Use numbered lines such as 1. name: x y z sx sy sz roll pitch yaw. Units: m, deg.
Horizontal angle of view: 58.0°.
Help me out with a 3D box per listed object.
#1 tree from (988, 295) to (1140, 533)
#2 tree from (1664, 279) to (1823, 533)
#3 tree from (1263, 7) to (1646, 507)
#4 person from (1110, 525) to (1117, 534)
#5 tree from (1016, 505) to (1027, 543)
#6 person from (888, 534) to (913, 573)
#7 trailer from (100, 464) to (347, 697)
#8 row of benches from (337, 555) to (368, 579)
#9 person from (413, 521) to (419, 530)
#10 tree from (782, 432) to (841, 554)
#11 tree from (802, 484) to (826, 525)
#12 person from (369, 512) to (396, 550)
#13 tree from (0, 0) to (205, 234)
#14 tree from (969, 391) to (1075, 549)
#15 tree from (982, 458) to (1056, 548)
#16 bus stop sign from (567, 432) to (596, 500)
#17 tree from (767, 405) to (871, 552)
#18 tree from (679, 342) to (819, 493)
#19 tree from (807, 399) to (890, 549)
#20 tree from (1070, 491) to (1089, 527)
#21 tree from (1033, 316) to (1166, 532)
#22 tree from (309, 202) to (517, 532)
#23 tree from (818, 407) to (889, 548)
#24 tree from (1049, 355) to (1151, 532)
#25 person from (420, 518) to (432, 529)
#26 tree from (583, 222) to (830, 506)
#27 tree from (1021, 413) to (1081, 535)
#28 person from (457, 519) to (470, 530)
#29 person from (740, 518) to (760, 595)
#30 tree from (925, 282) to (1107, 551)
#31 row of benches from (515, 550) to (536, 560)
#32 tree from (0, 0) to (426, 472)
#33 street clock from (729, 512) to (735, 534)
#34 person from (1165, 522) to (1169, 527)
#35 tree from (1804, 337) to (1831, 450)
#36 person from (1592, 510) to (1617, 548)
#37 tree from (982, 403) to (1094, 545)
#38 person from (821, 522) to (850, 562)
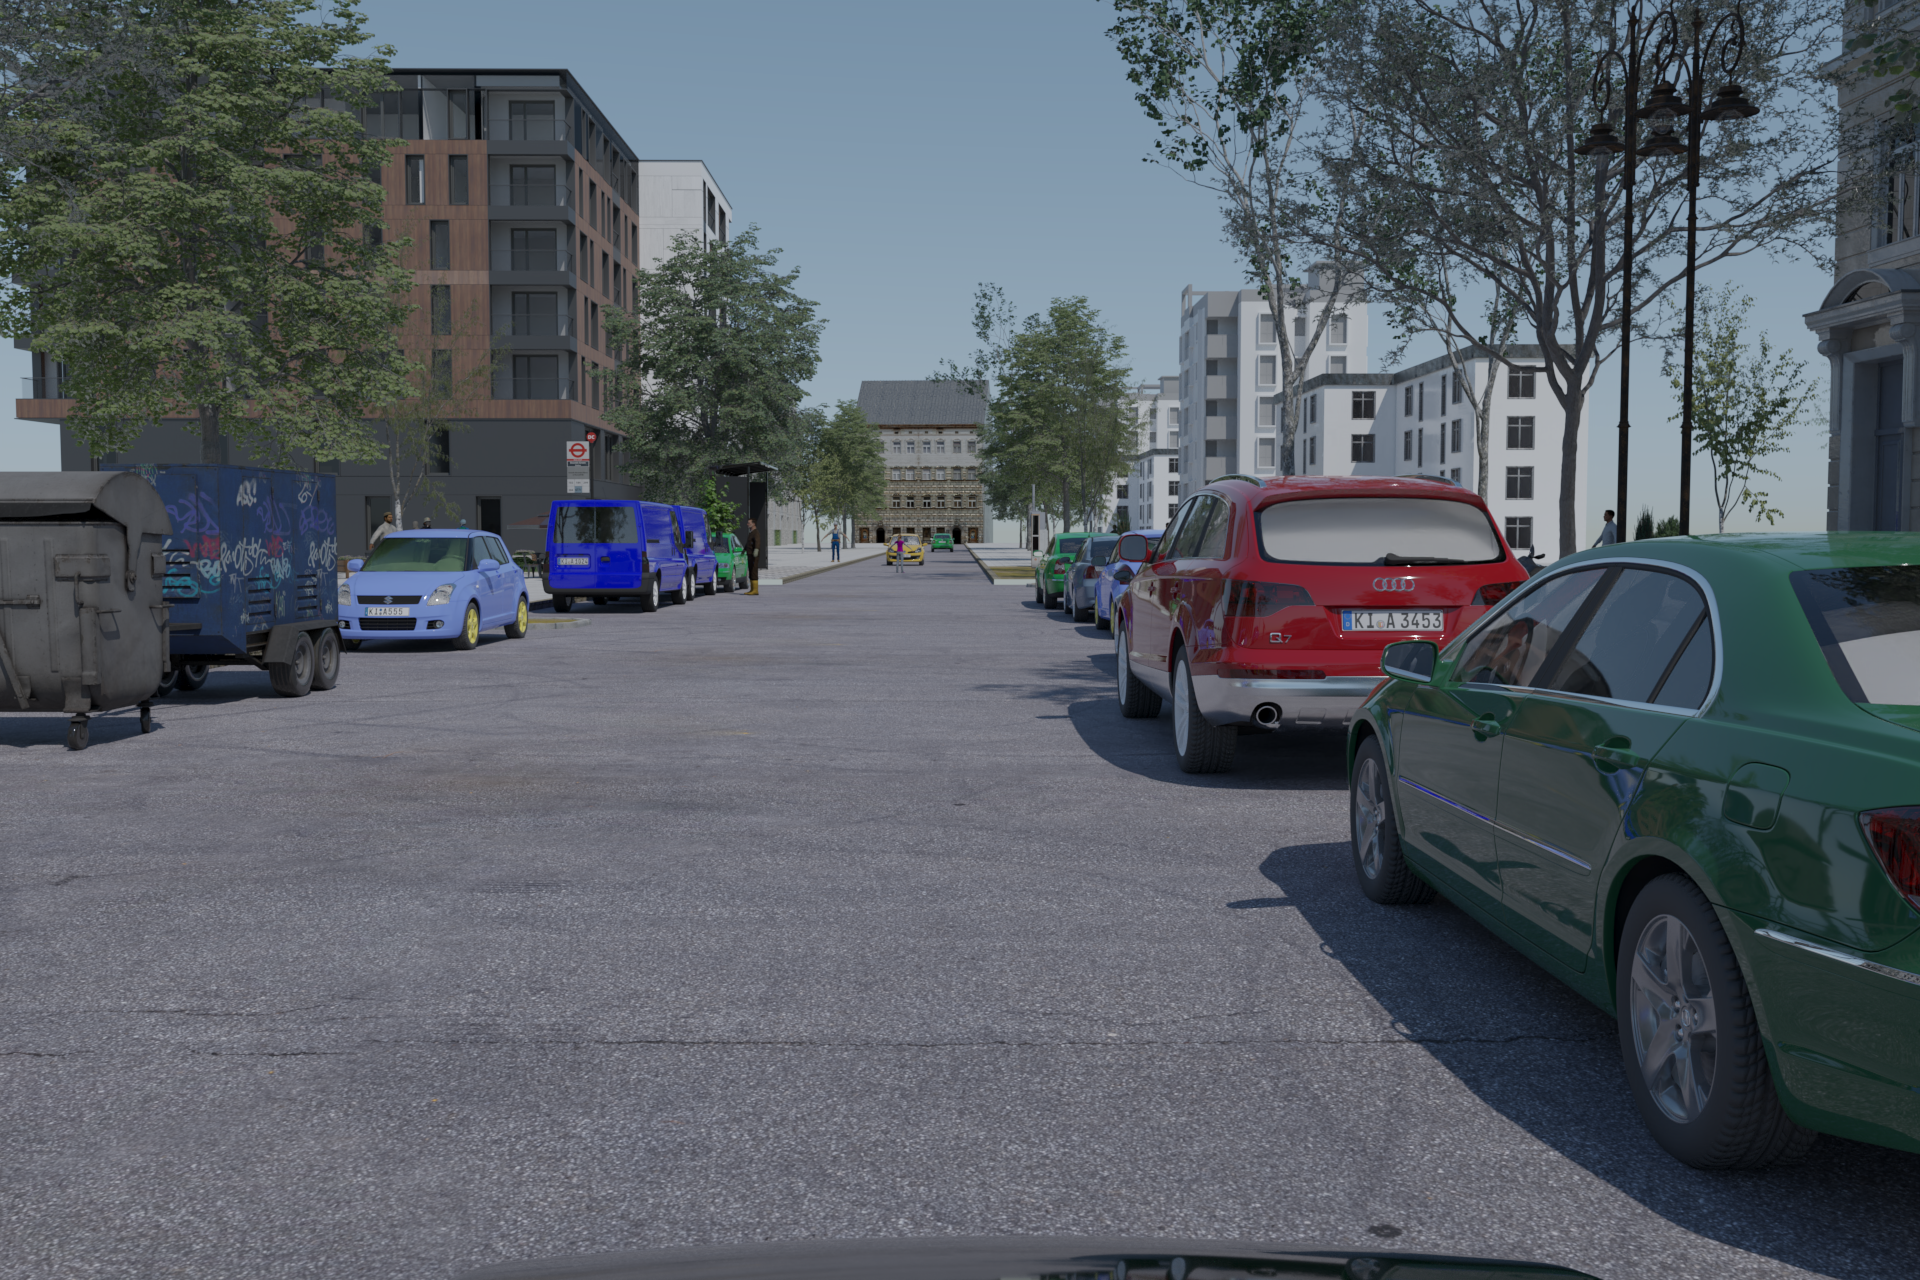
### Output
1. tree: 4.935 -10.059 82.595 7.486 12.596 7.792 0 3 0
2. tree: 22.150 -6.088 49.897 4.737 8.622 4.395 0 3 0
3. tree: 17.907 -12.659 62.866 12.611 20.169 13.585 0 3 0
4. person: 7.326 -4.649 82.736 1.216 1.740 0.721 -2 4 -27
5. tree: 8.889 -17.808 241.528 4.737 8.622 4.395 0 3 0
6. person: -2.190 -3.182 63.752 0.991 1.433 0.599 1 4 18
7. trailer: -6.481 -0.474 14.794 1.471 1.999 3.904 0 4 0
8. row of benches: -17.619 -2.144 50.514 1.422 0.672 4.104 2 4 29
9. person: -22.398 -3.981 71.218 0.705 1.813 1.348 0 4 7
10. tree: -10.107 -9.936 112.818 4.737 8.622 4.395 0 3 0
11. tree: -21.562 -18.730 240.644 7.601 10.594 8.767 0 4 7
12. person: -14.030 -2.233 42.593 0.704 1.819 1.344 2 4 30
13. tree: -12.462 -6.453 15.872 12.009 13.543 11.850 0 3 0
14. tree: 5.725 -14.584 145.096 9.857 13.997 8.962 0 3 0
15. tree: 5.733 -13.554 156.014 8.767 10.594 7.601 3 5 44
16. bus stop sign: -9.886 -3.476 45.536 0.855 3.939 0.416 0 4 1
17. tree: -10.349 -11.666 125.159 8.767 10.594 7.601 -2 4 -35
18. tree: -10.149 -9.039 82.196 7.601 10.594 8.767 0 4 3
19. tree: -9.659 -13.881 145.073 7.486 12.596 7.792 0 3 0
20. tree: 18.776 -20.721 245.440 9.857 13.997 8.962 0 3 0
21. tree: 4.122 -6.657 59.204 4.360 8.622 3.978 0 3 0
22. tree: -12.854 -5.422 39.008 4.360 8.622 3.978 0 3 0
23. tree: -9.920 -14.438 154.195 7.486 12.596 7.792 0 3 0
24. tree: 5.415 -7.443 72.054 4.360 8.622 3.978 0 3 0
25. person: -18.602 -3.350 60.553 0.705 1.856 1.354 2 4 34
26. tree: -10.017 -10.017 70.427 9.857 13.997 8.962 0 3 0
27. tree: 5.261 -8.815 94.492 4.360 8.622 3.978 0 3 0
28. person: -18.130 -3.496 63.293 1.347 1.817 0.704 0 4 5
29. person: -4.881 -1.957 40.593 0.704 1.812 1.346 -1 4 -21
30. tree: 4.038 -16.854 131.456 12.611 20.169 13.585 0 3 0
31. row of benches: -16.878 -3.166 67.219 1.422 0.672 4.104 -1 4 -18
32. tree: -12.972 -6.765 28.730 7.486 12.596 7.792 0 3 0
33. street clock: -7.310 -3.086 55.022 0.358 2.002 0.471 0 4 1
34. person: 9.567 -4.509 79.872 0.704 1.843 1.345 1 4 20
35. tree: 27.851 -6.151 50.939 4.360 8.622 3.978 0 3 0
36. person: 14.041 -1.922 37.573 0.704 1.810 1.344 0 4 -1
37. tree: 5.832 -11.001 114.273 8.767 10.594 7.601 0 4 -7
38. person: -5.680 -4.479 79.095 1.347 1.847 0.705 0 4 3
